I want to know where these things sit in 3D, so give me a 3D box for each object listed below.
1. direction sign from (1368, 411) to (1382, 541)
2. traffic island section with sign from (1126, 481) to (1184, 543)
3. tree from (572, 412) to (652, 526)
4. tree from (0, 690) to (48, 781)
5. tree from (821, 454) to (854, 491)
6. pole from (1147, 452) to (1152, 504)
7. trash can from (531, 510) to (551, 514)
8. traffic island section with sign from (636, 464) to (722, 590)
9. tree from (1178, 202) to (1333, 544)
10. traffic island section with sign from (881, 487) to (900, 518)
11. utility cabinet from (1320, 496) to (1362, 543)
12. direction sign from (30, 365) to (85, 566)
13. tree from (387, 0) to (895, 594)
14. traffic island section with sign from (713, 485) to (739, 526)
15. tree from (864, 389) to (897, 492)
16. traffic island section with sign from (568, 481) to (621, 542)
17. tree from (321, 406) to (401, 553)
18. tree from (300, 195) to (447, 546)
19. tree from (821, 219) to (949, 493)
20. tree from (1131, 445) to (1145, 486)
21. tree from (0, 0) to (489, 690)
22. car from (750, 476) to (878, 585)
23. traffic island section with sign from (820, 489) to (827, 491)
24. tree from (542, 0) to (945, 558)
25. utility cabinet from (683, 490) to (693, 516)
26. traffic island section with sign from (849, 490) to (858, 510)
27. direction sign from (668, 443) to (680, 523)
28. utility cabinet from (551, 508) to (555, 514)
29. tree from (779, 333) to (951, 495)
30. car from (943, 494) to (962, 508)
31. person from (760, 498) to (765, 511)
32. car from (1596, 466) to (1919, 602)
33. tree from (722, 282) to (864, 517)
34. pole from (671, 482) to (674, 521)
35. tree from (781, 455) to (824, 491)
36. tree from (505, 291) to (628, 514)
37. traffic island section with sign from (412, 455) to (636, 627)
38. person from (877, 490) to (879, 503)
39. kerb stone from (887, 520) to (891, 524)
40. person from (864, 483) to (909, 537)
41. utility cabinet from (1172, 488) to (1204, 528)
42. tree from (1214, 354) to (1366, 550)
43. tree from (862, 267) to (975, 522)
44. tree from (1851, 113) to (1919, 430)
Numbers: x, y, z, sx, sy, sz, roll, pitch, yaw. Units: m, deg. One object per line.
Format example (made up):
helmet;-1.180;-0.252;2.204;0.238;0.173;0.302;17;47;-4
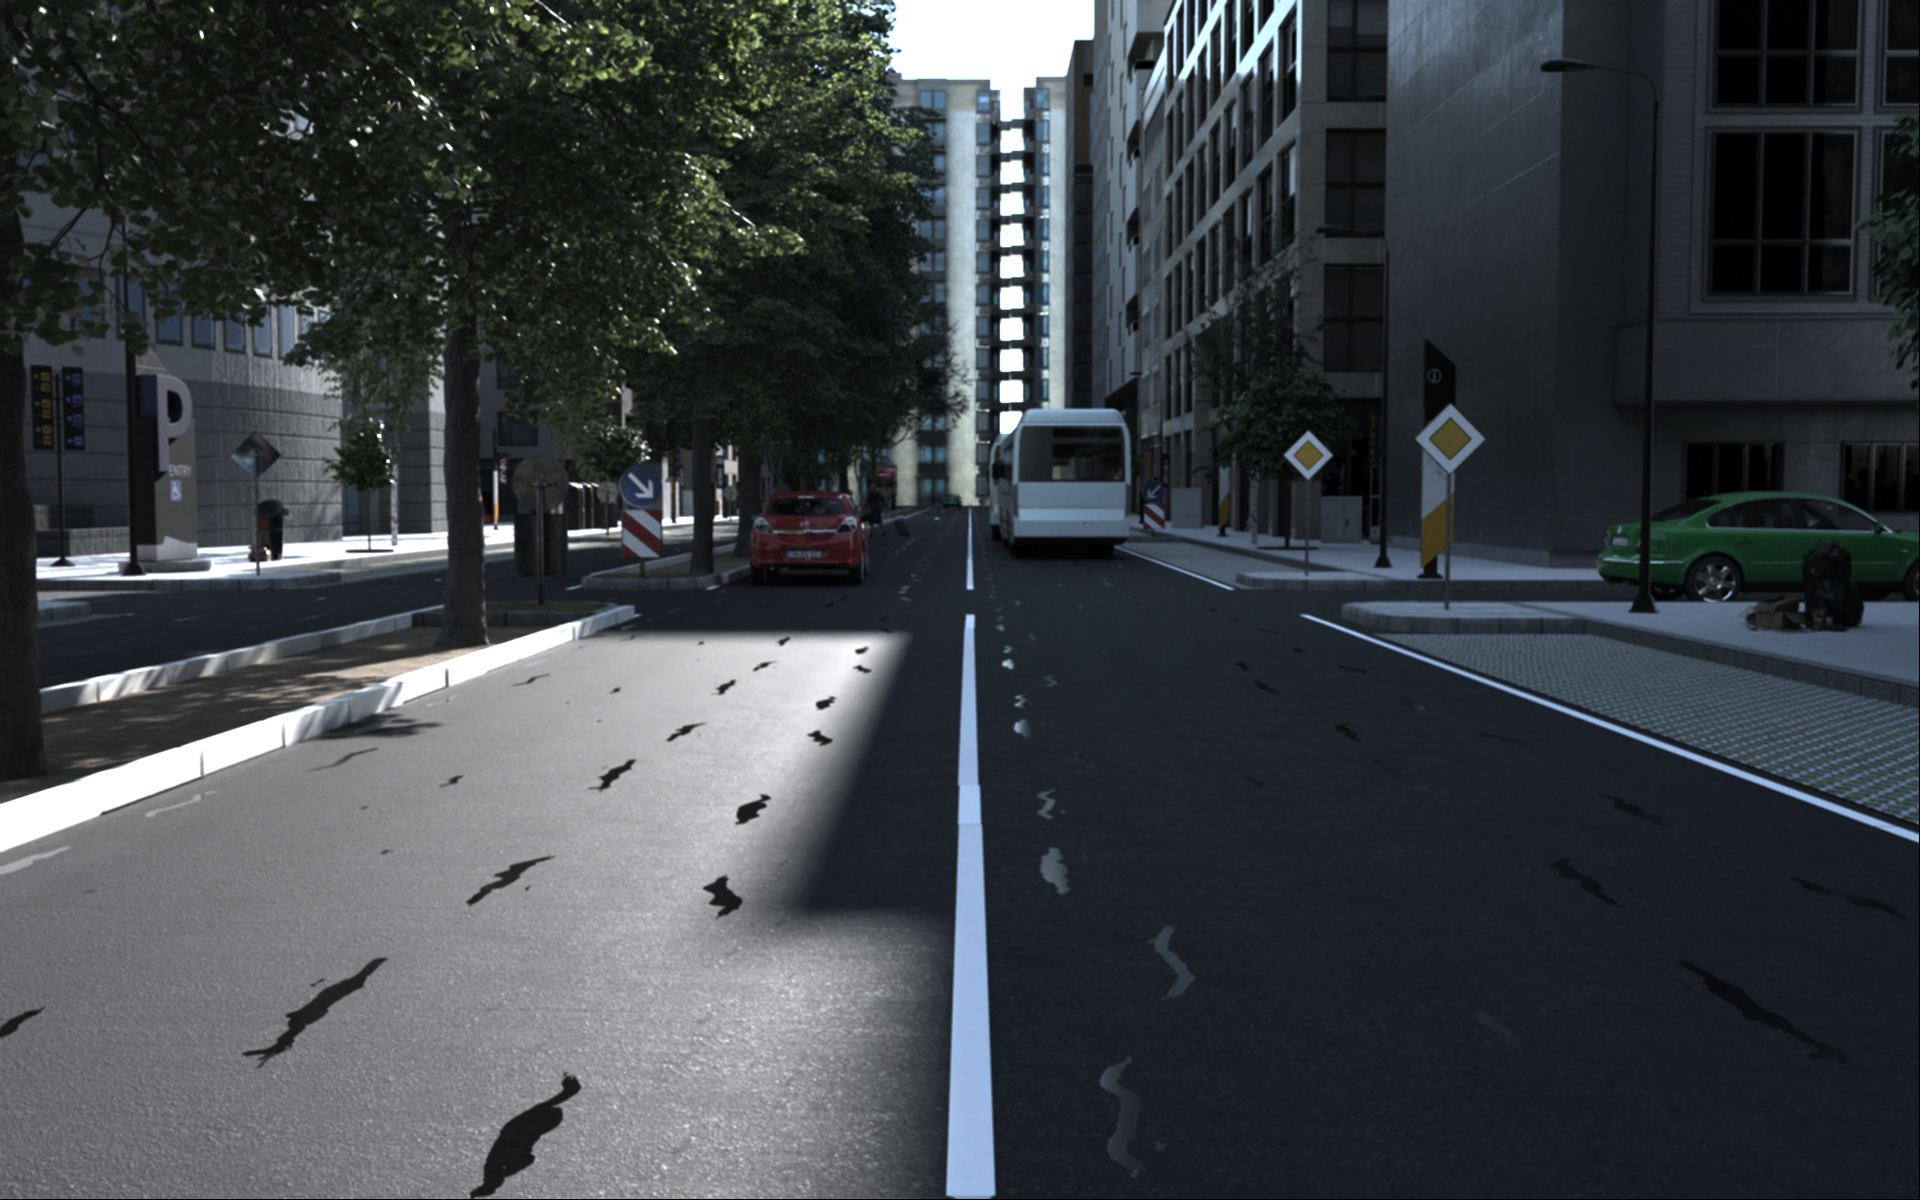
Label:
direction sign;11.371;-3.386;47.363;0.379;3.537;0.876;3;5;40
traffic island section with sign;5.604;-2.640;51.786;1.989;1.847;2.006;0;4;0
tree;-14.006;-5.246;69.482;4.285;4.588;4.351;0;3;0
tree;-4.956;-5.395;8.791;7.486;12.596;7.792;0;3;0
tree;-12.480;-14.057;180.195;4.360;8.622;3.978;0;3;0
pole;9.096;-5.468;83.251;0.158;3.312;0.155;0;3;0
trash can;-13.266;-2.642;54.855;0.748;1.137;0.748;0;3;0
traffic island section with sign;-4.823;-1.148;26.909;2.006;1.907;1.989;0;4;0
tree;7.578;-5.758;44.498;4.360;8.622;3.978;0;3;0
traffic island section with sign;-4.394;-5.744;102.046;2.006;1.907;1.989;0;4;0
utility cabinet;9.957;-2.085;45.245;1.020;1.237;0.306;2;4;28
direction sign;-15.994;-2.372;30.774;0.379;3.537;0.876;3;5;40
tree;-4.460;-6.650;29.307;7.486;12.596;7.792;0;3;0
traffic island section with sign;-10.452;-4.299;78.923;1.989;1.847;2.006;0;4;0
tree;-4.488;-7.635;77.651;4.737;8.622;4.395;0;3;0
traffic island section with sign;-10.613;-2.646;51.890;1.989;1.847;2.006;0;4;0
tree;-13.158;-2.660;38.098;1.663;3.219;1.824;0;3;0
tree;-14.117;-5.657;42.862;4.737;8.622;4.395;0;3;0
tree;-4.154;-8.151;61.480;9.928;11.665;9.643;0;3;0
tree;8.033;-6.581;91.314;4.285;4.588;4.351;0;3;0
tree;-4.771;-5.858;16.362;7.486;12.596;7.792;0;3;0
car;-2.454;-1.208;28.790;2.155;1.783;4.494;0;4;-2
traffic island section with sign;-10.157;-7.368;129.102;1.989;1.847;2.006;0;4;0
tree;-4.782;-7.931;38.790;9.857;13.997;8.962;0;3;0
utility cabinet;-15.286;-5.481;98.296;0.318;1.500;1.173;-3;5;-40
traffic island section with sign;-9.999;-9.086;157.190;1.989;1.847;2.006;0;4;0
direction sign;-12.542;-5.138;76.009;0.379;3.537;0.876;-3;5;-44
utility cabinet;-16.883;-3.811;73.473;0.306;1.237;1.020;3;5;41
tree;-4.524;-8.165;70.362;8.767;10.594;7.601;0;4;0
car;-0.739;-10.082;173.638;1.959;1.807;4.718;0;4;2
person;-8.657;-3.854;76.182;0.373;1.253;0.362;0;4;-8
car;10.784;-0.834;22.436;4.718;1.807;1.959;0;4;1
tree;-4.996;-5.728;46.471;4.737;8.622;4.395;0;3;0
pole;-13.807;-5.475;83.357;0.158;3.312;0.155;0;3;0
tree;-13.297;-10.140;149.501;4.285;4.588;4.351;0;3;0
tree;-13.450;-6.617;58.555;4.737;8.622;4.395;0;3;0
traffic island section with sign;-4.876;-0.695;19.502;2.006;1.907;1.989;0;4;0
person;-6.601;-7.796;136.700;1.217;1.736;0.721;2;4;34
kerb stone;-3.475;-3.635;81.630;0.120;0.150;1.000;0;4;0
person;-2.531;-3.040;58.419;1.509;1.804;0.699;2;4;25
utility cabinet;8.530;-3.433;64.812;1.173;1.500;0.318;2;4;27
tree;7.695;-3.459;40.275;4.285;4.588;4.351;0;3;0
tree;-4.306;-10.639;86.774;12.009;13.543;11.850;0;3;0
tree;7.716;-1.702;11.540;4.285;4.588;4.351;0;3;0
